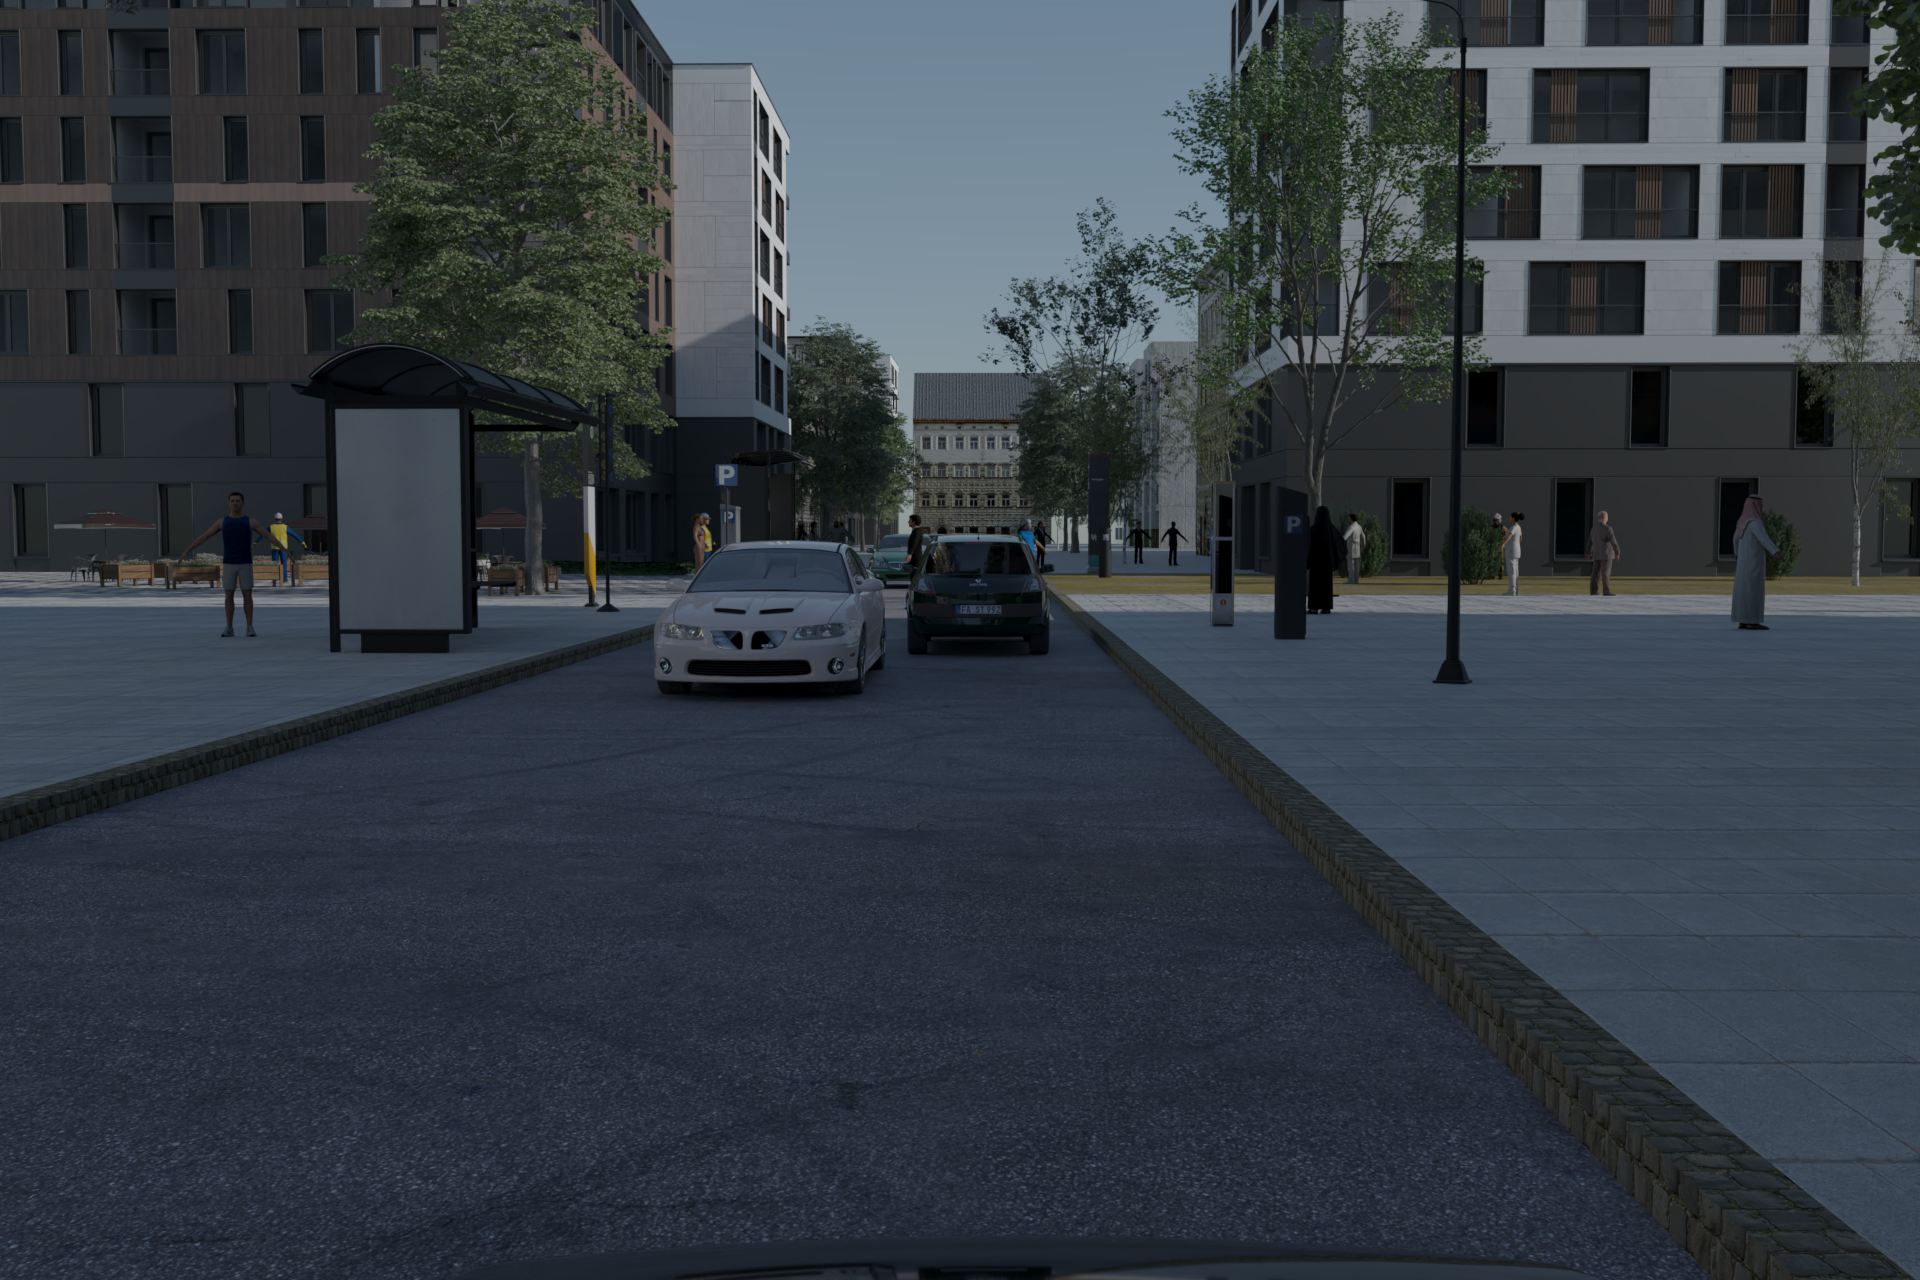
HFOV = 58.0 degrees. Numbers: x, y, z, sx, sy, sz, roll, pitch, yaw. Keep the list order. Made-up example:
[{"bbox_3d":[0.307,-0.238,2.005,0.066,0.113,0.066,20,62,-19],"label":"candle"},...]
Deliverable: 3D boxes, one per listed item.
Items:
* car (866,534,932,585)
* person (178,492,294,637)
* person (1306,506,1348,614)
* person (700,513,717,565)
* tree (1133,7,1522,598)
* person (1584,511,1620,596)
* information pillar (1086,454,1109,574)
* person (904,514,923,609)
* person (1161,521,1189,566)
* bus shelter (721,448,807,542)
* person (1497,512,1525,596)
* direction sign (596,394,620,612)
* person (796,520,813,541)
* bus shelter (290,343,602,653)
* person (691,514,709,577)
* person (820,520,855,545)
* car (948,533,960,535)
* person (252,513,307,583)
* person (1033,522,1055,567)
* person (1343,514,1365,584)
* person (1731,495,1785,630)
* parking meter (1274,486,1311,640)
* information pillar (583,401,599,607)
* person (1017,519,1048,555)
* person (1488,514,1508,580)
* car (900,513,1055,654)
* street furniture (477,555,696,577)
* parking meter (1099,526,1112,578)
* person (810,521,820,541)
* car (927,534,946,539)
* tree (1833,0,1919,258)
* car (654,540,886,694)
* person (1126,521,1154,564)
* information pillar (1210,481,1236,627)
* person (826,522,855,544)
[{"bbox_3d":[-1.445,-2.162,47.148,2.131,1.459,4.920,0,4,1],"label":"car"},{"bbox_3d":[-9.029,-0.947,21.644,1.345,1.807,0.704,-1,4,-16],"label":"person"},{"bbox_3d":[5.744,-1.284,27.788,1.214,1.737,0.721,-2,4,-27],"label":"person"},{"bbox_3d":[-5.902,-2.089,40.627,0.721,1.772,1.216,0,4,6],"label":"person"},{"bbox_3d":[7.237,-6.686,35.068,9.928,11.665,9.643,0,3,0],"label":"tree"},{"bbox_3d":[13.396,-1.803,36.072,0.434,1.755,0.990,-1,4,-18],"label":"person"},{"bbox_3d":[4.516,-4.107,56.533,0.750,3.857,0.750,0,4,0],"label":"information pillar"},{"bbox_3d":[-0.887,-1.488,32.967,0.705,1.806,1.347,0,4,2],"label":"person"},{"bbox_3d":[8.664,-3.915,70.241,1.346,1.802,0.704,3,5,42],"label":"person"},{"bbox_3d":[-5.645,-3.627,50.577,1.731,3.624,6.357,0,4,1],"label":"bus shelter"},{"bbox_3d":[11.430,-1.790,36.042,0.721,1.739,1.217,2,4,35],"label":"person"},{"bbox_3d":[-5.821,-2.235,28.538,0.379,3.537,0.876,0,4,2],"label":"direction sign"},{"bbox_3d":[-6.507,-3.994,71.079,1.354,1.856,0.705,3,5,43],"label":"person"},{"bbox_3d":[-5.996,-1.663,21.114,2.014,3.302,5.546,0,4,2],"label":"bus shelter"},{"bbox_3d":[-5.722,-1.938,38.483,0.721,1.733,1.217,0,4,0],"label":"person"},{"bbox_3d":[-4.533,-3.518,63.644,1.348,1.813,0.705,0,4,2],"label":"person"},{"bbox_3d":[-0.312,-7.608,133.437,2.155,1.783,4.494,0,4,1],"label":"car"},{"bbox_3d":[-17.794,-2.404,45.268,1.349,1.833,0.705,-1,4,-20],"label":"person"},{"bbox_3d":[3.020,-3.485,63.693,1.216,1.740,0.721,-3,5,-39],"label":"person"},{"bbox_3d":[10.092,-2.348,44.568,0.705,1.806,1.347,3,5,45],"label":"person"},{"bbox_3d":[10.686,-1.050,23.307,0.704,1.811,1.347,0,4,1],"label":"person"},{"bbox_3d":[4.051,-0.942,21.117,0.399,1.863,0.255,0,4,1],"label":"parking meter"},{"bbox_3d":[-6.514,-2.390,30.438,0.183,3.616,0.504,0,4,2],"label":"information pillar"},{"bbox_3d":[1.698,-2.135,43.494,0.704,1.817,1.347,3,5,42],"label":"person"},{"bbox_3d":[15.074,-2.625,48.689,1.354,1.858,0.705,3,5,39],"label":"person"},{"bbox_3d":[0.225,-0.748,22.013,2.009,1.686,4.222,0,4,0],"label":"car"},{"bbox_3d":[-11.873,-2.349,54.033,10.072,0.657,5.734,0,4,-7],"label":"street furniture"},{"bbox_3d":[4.271,-2.601,50.945,0.372,1.533,0.369,0,3,0],"label":"parking meter"},{"bbox_3d":[-6.186,-4.142,73.858,0.704,1.843,1.345,1,4,13],"label":"person"},{"bbox_3d":[-1.191,-4.717,86.905,2.009,1.686,4.222,0,4,1],"label":"car"},{"bbox_3d":[6.033,-5.466,7.494,7.486,12.596,7.792,0,3,0],"label":"tree"},{"bbox_3d":[-1.750,-0.286,17.030,2.083,1.381,4.827,0,4,1],"label":"car"},{"bbox_3d":[7.714,-4.206,74.696,1.347,1.837,0.705,-1,4,-14],"label":"person"},{"bbox_3d":[3.648,-1.198,24.074,0.304,2.012,0.304,0,4,1],"label":"information pillar"},{"bbox_3d":[-4.954,-4.042,72.360,1.348,1.796,0.705,-2,4,-29],"label":"person"}]
